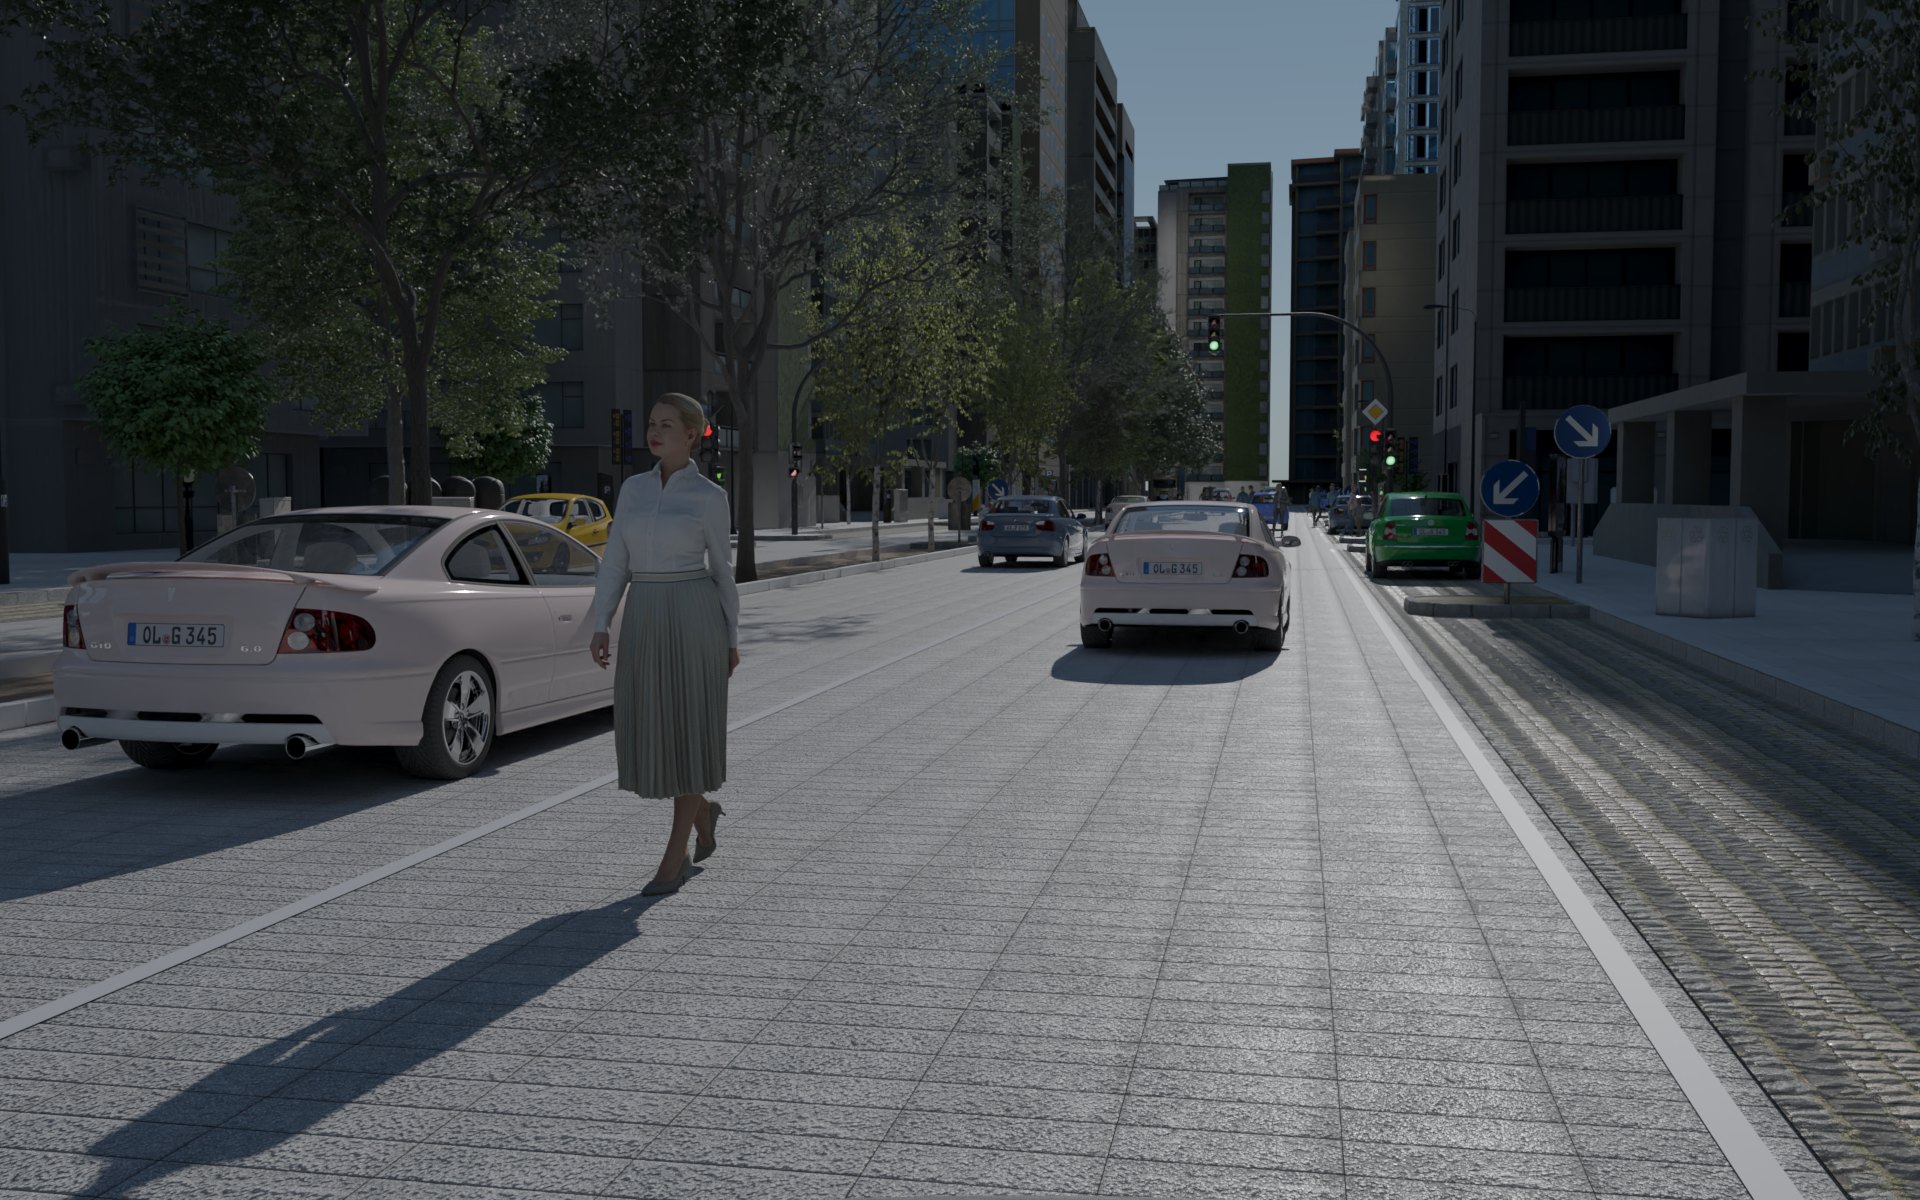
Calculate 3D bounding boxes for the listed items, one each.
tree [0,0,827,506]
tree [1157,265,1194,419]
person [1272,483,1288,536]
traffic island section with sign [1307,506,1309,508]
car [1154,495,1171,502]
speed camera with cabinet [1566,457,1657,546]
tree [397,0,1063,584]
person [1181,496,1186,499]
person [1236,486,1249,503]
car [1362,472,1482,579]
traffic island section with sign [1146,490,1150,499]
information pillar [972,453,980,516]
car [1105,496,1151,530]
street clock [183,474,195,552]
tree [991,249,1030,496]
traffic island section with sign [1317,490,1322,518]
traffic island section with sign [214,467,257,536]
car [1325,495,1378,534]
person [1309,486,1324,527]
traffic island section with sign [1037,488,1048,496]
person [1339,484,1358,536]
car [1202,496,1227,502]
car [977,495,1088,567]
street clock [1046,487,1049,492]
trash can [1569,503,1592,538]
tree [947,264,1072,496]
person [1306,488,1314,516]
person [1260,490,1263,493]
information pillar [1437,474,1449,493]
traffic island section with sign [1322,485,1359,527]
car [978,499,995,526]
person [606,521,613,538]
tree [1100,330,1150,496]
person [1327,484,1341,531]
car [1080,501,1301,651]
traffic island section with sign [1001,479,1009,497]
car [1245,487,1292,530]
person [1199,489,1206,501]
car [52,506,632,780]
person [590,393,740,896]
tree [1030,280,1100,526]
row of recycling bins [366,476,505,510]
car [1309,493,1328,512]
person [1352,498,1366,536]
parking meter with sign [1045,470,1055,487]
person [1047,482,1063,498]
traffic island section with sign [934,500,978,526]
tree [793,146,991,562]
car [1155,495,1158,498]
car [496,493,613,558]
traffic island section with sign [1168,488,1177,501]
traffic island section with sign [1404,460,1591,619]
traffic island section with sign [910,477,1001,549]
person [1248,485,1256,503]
[{"bbox_3d":[-5.170,-4.904,17.054,8.767,10.594,7.601,1,4,11],"label":"tree"},{"bbox_3d":[3.983,-9.440,67.163,12.009,13.543,11.850,0,3,0],"label":"tree"},{"bbox_3d":[10.871,-3.068,58.850,0.537,1.800,0.526,2,4,33],"label":"person"},{"bbox_3d":[31.498,-8.706,150.967,1.989,1.847,2.006,1,4,11],"label":"traffic island section with sign"},{"bbox_3d":[18.443,-8.838,157.082,1.945,1.354,3.894,1,4,12],"label":"car"},{"bbox_3d":[15.838,-2.923,42.121,2.038,3.252,0.660,2,4,29],"label":"speed camera with cabinet"},{"bbox_3d":[-3.391,-6.981,26.960,12.009,13.543,11.850,0,3,0],"label":"tree"},{"bbox_3d":[25.728,-11.770,200.881,1.348,1.831,0.705,-3,4,-37],"label":"person"},{"bbox_3d":[12.808,-4.257,78.445,0.601,1.785,0.444,1,4,15],"label":"person"},{"bbox_3d":[8.104,-1.326,30.476,1.959,1.807,4.718,1,4,11],"label":"car"},{"bbox_3d":[19.513,-10.532,180.826,1.989,1.847,2.006,1,4,11],"label":"traffic island section with sign"},{"bbox_3d":[0.914,-6.620,99.595,0.504,3.616,0.183,3,5,44],"label":"information pillar"},{"bbox_3d":[6.893,-3.484,69.329,2.083,1.381,4.827,1,4,12],"label":"car"},{"bbox_3d":[-17.226,-2.082,38.619,0.471,2.002,0.358,-3,5,-41],"label":"street clock"},{"bbox_3d":[-0.669,-5.447,41.883,4.360,8.622,3.978,0,3,0],"label":"tree"},{"bbox_3d":[22.095,-5.725,102.227,1.989,1.847,2.006,1,4,11],"label":"traffic island section with sign"},{"bbox_3d":[-10.620,-0.974,24.556,1.989,1.847,2.006,1,4,11],"label":"traffic island section with sign"},{"bbox_3d":[14.270,-3.110,62.850,2.014,1.417,4.499,1,4,11],"label":"car"},{"bbox_3d":[15.560,-4.088,75.677,0.444,1.785,0.601,-3,5,-39],"label":"person"},{"bbox_3d":[5.022,-5.936,105.685,1.989,1.847,2.006,1,4,11],"label":"traffic island section with sign"},{"bbox_3d":[12.328,-2.796,54.894,0.598,1.740,0.731,1,4,10],"label":"person"},{"bbox_3d":[17.204,-6.442,117.912,1.945,1.354,3.894,1,4,9],"label":"car"},{"bbox_3d":[1.505,-1.421,35.235,2.014,1.417,4.499,1,4,12],"label":"car"},{"bbox_3d":[6.175,-7.178,121.924,0.471,2.002,0.358,-2,4,-33],"label":"street clock"},{"bbox_3d":[18.262,-2.405,50.976,0.748,1.137,0.748,0,3,0],"label":"trash can"},{"bbox_3d":[1.534,-6.184,53.930,4.737,8.622,4.395,0,3,0],"label":"tree"},{"bbox_3d":[22.946,-6.392,113.234,0.478,1.798,0.641,-3,5,-40],"label":"person"},{"bbox_3d":[19.859,-6.405,114.052,0.563,1.720,0.643,2,4,32],"label":"person"},{"bbox_3d":[17.433,-3.553,62.580,0.304,2.012,0.304,-1,4,-13],"label":"information pillar"},{"bbox_3d":[16.984,-4.106,75.759,1.989,1.847,2.006,1,4,11],"label":"traffic island section with sign"},{"bbox_3d":[1.942,-3.569,70.718,2.083,1.381,4.827,1,4,10],"label":"car"},{"bbox_3d":[-2.880,-0.094,15.045,0.382,1.210,0.505,-3,5,-44],"label":"person"},{"bbox_3d":[6.081,-7.528,75.897,4.360,8.622,3.978,0,3,0],"label":"tree"},{"bbox_3d":[14.324,-3.524,66.135,0.660,1.820,0.620,2,4,30],"label":"person"},{"bbox_3d":[2.333,-0.302,17.297,2.083,1.381,4.827,1,4,12],"label":"car"},{"bbox_3d":[1.276,-2.732,52.806,2.006,1.907,1.989,1,4,11],"label":"traffic island section with sign"},{"bbox_3d":[12.461,-3.703,70.128,1.945,1.707,3.694,1,4,11],"label":"car"},{"bbox_3d":[20.010,-8.171,142.113,0.705,1.823,1.348,-2,4,-32],"label":"person"},{"bbox_3d":[-3.078,0.132,10.200,2.083,1.381,4.827,1,4,13],"label":"car"},{"bbox_3d":[-1.043,0.141,6.417,0.478,1.798,0.641,2,4,25],"label":"person"},{"bbox_3d":[2.469,-6.505,59.182,4.360,8.622,3.978,0,3,0],"label":"tree"},{"bbox_3d":[-11.911,-1.991,39.665,1.069,1.692,3.534,3,4,36],"label":"row of recycling bins"},{"bbox_3d":[28.451,-7.750,136.302,1.945,1.707,3.694,1,4,9],"label":"car"},{"bbox_3d":[12.257,-2.476,53.247,0.475,1.303,0.640,-2,4,-25],"label":"person"},{"bbox_3d":[6.639,-7.976,126.669,0.543,3.016,1.738,0,4,-6],"label":"parking meter with sign"},{"bbox_3d":[3.281,-3.186,60.397,0.655,1.846,0.447,2,4,31],"label":"person"},{"bbox_3d":[-0.076,-4.317,79.214,1.989,1.847,2.006,1,4,11],"label":"traffic island section with sign"},{"bbox_3d":[-1.742,-5.112,36.394,4.360,8.622,3.978,0,3,0],"label":"tree"},{"bbox_3d":[19.291,-9.296,164.350,2.083,1.381,4.827,1,4,12],"label":"car"},{"bbox_3d":[-7.334,-1.240,30.495,2.015,1.641,3.980,1,4,9],"label":"car"},{"bbox_3d":[15.495,-7.245,126.592,2.006,1.907,1.989,1,4,11],"label":"traffic island section with sign"},{"bbox_3d":[6.396,-0.746,20.817,1.989,1.847,2.006,1,4,11],"label":"traffic island section with sign"},{"bbox_3d":[-0.136,-2.287,45.534,2.006,1.907,1.989,1,4,11],"label":"traffic island section with sign"},{"bbox_3d":[12.987,-4.182,76.839,0.822,1.834,0.622,2,4,29],"label":"person"}]
